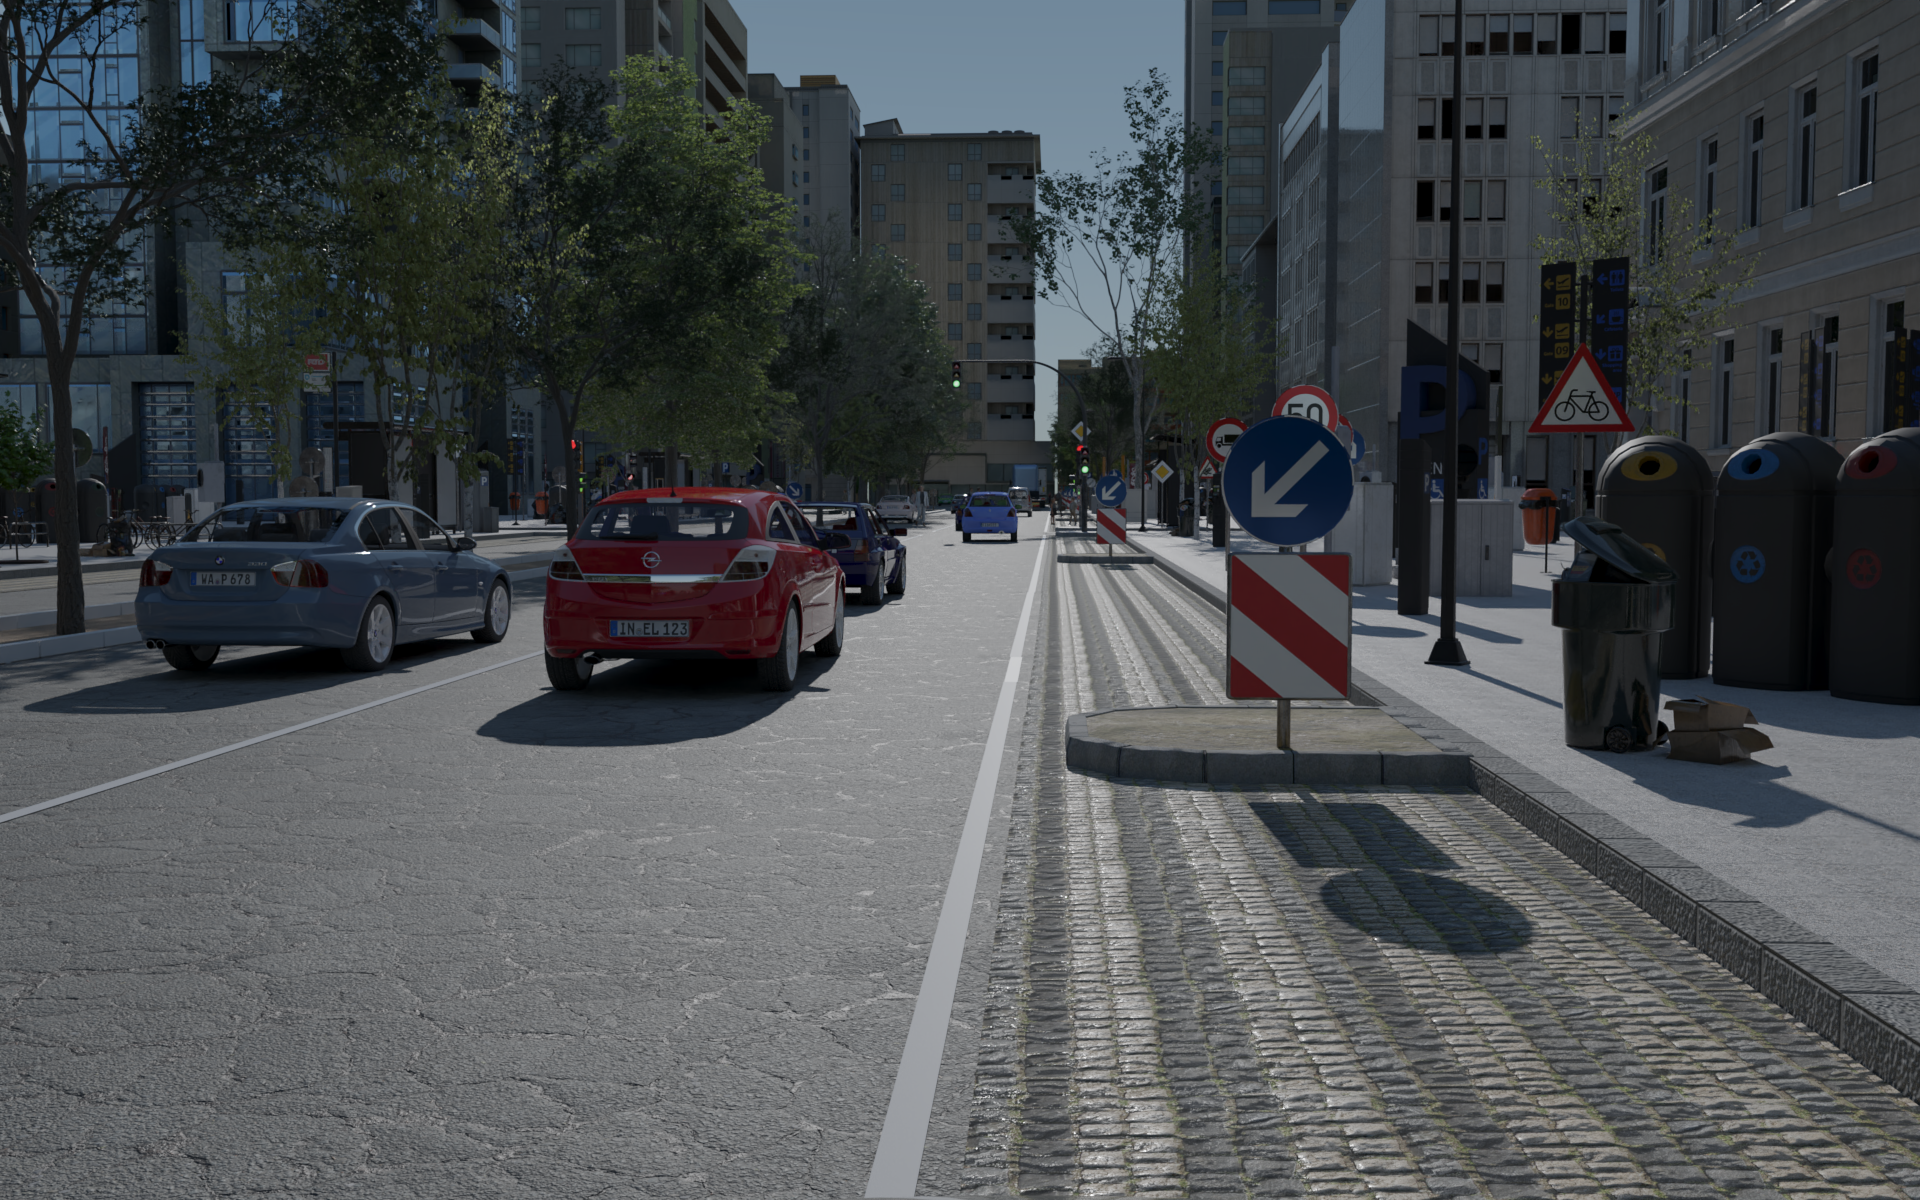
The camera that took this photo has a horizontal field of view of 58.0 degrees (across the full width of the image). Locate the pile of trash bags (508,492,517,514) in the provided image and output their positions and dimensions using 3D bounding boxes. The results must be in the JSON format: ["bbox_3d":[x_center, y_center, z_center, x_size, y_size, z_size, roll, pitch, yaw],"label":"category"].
[{"bbox_3d":[-21.361,-4.796,88.174,3.447,1.369,1.912,1,4,12],"label":"pile of trash bags"}]

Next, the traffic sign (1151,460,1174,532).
[{"bbox_3d":[6.890,-3.537,59.023,0.795,2.450,0.064,0,4,6],"label":"traffic sign"}]

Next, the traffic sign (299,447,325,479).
[{"bbox_3d":[-17.493,-2.854,46.762,0.768,2.556,0.104,1,4,10],"label":"traffic sign"}]

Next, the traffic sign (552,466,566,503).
[{"bbox_3d":[-17.969,-4.754,77.839,0.768,2.556,0.104,0,4,5],"label":"traffic sign"}]

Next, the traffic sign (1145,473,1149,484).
[{"bbox_3d":[10.345,-6.016,98.468,0.768,2.556,0.104,1,4,9],"label":"traffic sign"}]

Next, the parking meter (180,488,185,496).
[{"bbox_3d":[-30.690,-3.685,68.665,0.372,1.533,0.369,0,3,0],"label":"parking meter"}]

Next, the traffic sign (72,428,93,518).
[{"bbox_3d":[-17.063,-2.035,33.381,0.768,2.556,0.104,1,4,10],"label":"traffic sign"}]

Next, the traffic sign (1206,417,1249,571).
[{"bbox_3d":[4.470,-1.758,28.857,0.768,2.556,0.104,0,4,5],"label":"traffic sign"}]

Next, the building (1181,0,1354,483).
[{"bbox_3d":[35.091,-39.664,190.509,21.231,58.520,28.212,0,4,3],"label":"building"}]

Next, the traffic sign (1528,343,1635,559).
[{"bbox_3d":[5.360,-0.917,14.994,0.884,2.594,0.081,1,4,9],"label":"traffic sign"}]

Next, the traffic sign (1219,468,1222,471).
[{"bbox_3d":[10.325,-3.976,67.134,0.606,2.300,0.079,0,4,4],"label":"traffic sign"}]

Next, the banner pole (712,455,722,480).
[{"bbox_3d":[-15.677,-7.474,112.216,0.863,3.779,0.401,-2,4,-26],"label":"banner pole"}]

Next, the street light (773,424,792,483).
[{"bbox_3d":[-11.746,-8.647,113.926,1.470,5.913,1.316,0,4,3],"label":"street light"}]

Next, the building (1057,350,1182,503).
[{"bbox_3d":[28.496,-24.683,248.610,28.899,21.520,27.650,0,4,3],"label":"building"}]

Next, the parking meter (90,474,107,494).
[{"bbox_3d":[-24.755,-2.696,49.792,0.399,1.863,0.255,-3,5,-41],"label":"parking meter"}]

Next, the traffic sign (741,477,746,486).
[{"bbox_3d":[-15.357,-7.619,124.684,0.768,2.556,0.104,0,4,4],"label":"traffic sign"}]

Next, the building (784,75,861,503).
[{"bbox_3d":[-28.507,-43.142,247.376,28.212,58.520,21.231,0,4,3],"label":"building"}]

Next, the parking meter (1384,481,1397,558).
[{"bbox_3d":[8.598,-1.615,34.820,0.372,1.533,0.369,0,3,0],"label":"parking meter"}]

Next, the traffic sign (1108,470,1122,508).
[{"bbox_3d":[8.039,-5.487,89.821,0.768,2.556,0.104,1,4,11],"label":"traffic sign"}]

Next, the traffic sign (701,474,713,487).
[{"bbox_3d":[-15.796,-6.597,107.975,0.768,2.556,0.104,0,4,7],"label":"traffic sign"}]

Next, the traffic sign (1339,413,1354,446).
[{"bbox_3d":[5.638,-1.620,26.594,0.768,2.556,0.104,1,4,12],"label":"traffic sign"}]

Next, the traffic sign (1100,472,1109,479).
[{"bbox_3d":[8.381,-6.047,98.970,0.768,2.556,0.104,1,4,12],"label":"traffic sign"}]

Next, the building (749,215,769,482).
[{"bbox_3d":[-27.193,-24.537,172.887,14.160,30.474,14.107,0,4,3],"label":"building"}]

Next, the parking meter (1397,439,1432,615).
[{"bbox_3d":[4.845,-0.780,18.461,0.255,1.863,0.399,2,4,30],"label":"parking meter"}]

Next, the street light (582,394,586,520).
[{"bbox_3d":[-14.257,-5.840,68.024,1.470,5.913,1.316,0,4,3],"label":"street light"}]

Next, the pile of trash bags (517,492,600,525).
[{"bbox_3d":[-16.737,-3.896,73.455,1.912,1.369,3.447,2,4,28],"label":"pile of trash bags"}]

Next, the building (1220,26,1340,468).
[{"bbox_3d":[30.384,-28.873,155.664,14.154,41.232,14.086,0,4,3],"label":"building"}]

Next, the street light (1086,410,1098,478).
[{"bbox_3d":[7.616,-7.531,95.666,1.470,5.913,1.316,0,4,3],"label":"street light"}]

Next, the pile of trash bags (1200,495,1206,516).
[{"bbox_3d":[14.562,-5.578,100.958,3.447,1.369,1.912,-2,4,-27],"label":"pile of trash bags"}]

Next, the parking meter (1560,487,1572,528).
[{"bbox_3d":[22.846,-3.479,65.289,0.372,1.533,0.369,0,3,0],"label":"parking meter"}]

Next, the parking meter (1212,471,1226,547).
[{"bbox_3d":[6.307,-2.212,41.871,0.399,1.863,0.255,-3,5,-40],"label":"parking meter"}]

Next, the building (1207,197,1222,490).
[{"bbox_3d":[31.214,-24.363,170.041,14.160,30.474,14.107,0,4,3],"label":"building"}]

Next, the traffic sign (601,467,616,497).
[{"bbox_3d":[-16.305,-4.906,80.315,0.768,2.556,0.104,1,4,12],"label":"traffic sign"}]

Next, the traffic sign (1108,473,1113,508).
[{"bbox_3d":[8.498,-5.894,96.480,0.768,2.556,0.104,0,4,7],"label":"traffic sign"}]

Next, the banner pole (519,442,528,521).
[{"bbox_3d":[-21.013,-5.716,83.480,0.401,3.779,0.863,0,4,-2],"label":"banner pole"}]

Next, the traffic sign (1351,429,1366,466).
[{"bbox_3d":[7.336,-2.015,33.059,0.768,2.556,0.104,1,4,11],"label":"traffic sign"}]

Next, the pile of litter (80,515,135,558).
[{"bbox_3d":[-17.593,-1.329,35.701,1.176,0.858,1.719,-1,4,-11],"label":"pile of litter"}]

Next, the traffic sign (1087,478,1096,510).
[{"bbox_3d":[10.329,-8.346,136.568,0.768,2.556,0.104,1,4,12],"label":"traffic sign"}]

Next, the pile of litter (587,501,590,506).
[{"bbox_3d":[-23.296,-5.899,110.414,1.176,0.858,1.719,1,4,18],"label":"pile of litter"}]

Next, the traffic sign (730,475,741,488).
[{"bbox_3d":[-14.774,-6.960,113.902,0.768,2.556,0.104,1,4,8],"label":"traffic sign"}]

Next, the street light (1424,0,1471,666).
[{"bbox_3d":[3.146,-2.472,12.954,1.470,5.913,1.316,0,4,3],"label":"street light"}]

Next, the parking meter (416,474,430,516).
[{"bbox_3d":[-15.478,-2.703,49.909,0.255,1.863,0.399,-3,5,-41],"label":"parking meter"}]

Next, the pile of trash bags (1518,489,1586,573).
[{"bbox_3d":[10.855,-1.152,28.593,3.447,1.369,1.912,-1,4,-11],"label":"pile of trash bags"}]

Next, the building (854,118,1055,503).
[{"bbox_3d":[0.055,-40.448,250.564,27.495,52.752,28.713,0,4,3],"label":"building"}]

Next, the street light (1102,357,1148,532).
[{"bbox_3d":[5.663,-5.265,58.625,1.470,5.913,1.316,0,4,3],"label":"street light"}]

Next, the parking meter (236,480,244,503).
[{"bbox_3d":[-30.300,-4.109,72.901,0.255,1.863,0.399,-1,4,-12],"label":"parking meter"}]

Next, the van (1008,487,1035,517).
[{"bbox_3d":[3.788,-6.365,111.080,2.013,2.044,4.112,0,4,4],"label":"van"}]

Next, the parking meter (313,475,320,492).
[{"bbox_3d":[-20.242,-2.967,54.224,0.255,1.863,0.399,1,4,17],"label":"parking meter"}]

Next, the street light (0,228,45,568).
[{"bbox_3d":[-16.340,-3.510,29.926,1.470,5.913,1.316,0,4,3],"label":"street light"}]

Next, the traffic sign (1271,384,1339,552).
[{"bbox_3d":[4.012,-1.229,20.204,0.768,2.556,0.104,1,4,10],"label":"traffic sign"}]

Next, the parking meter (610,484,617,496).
[{"bbox_3d":[-20.740,-5.996,103.748,0.399,1.863,0.255,0,4,0],"label":"parking meter"}]

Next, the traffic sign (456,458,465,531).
[{"bbox_3d":[-17.495,-3.682,60.309,0.768,2.556,0.104,0,4,4],"label":"traffic sign"}]

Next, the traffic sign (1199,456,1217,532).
[{"bbox_3d":[8.401,-3.596,58.801,0.884,2.594,0.081,1,4,10],"label":"traffic sign"}]
